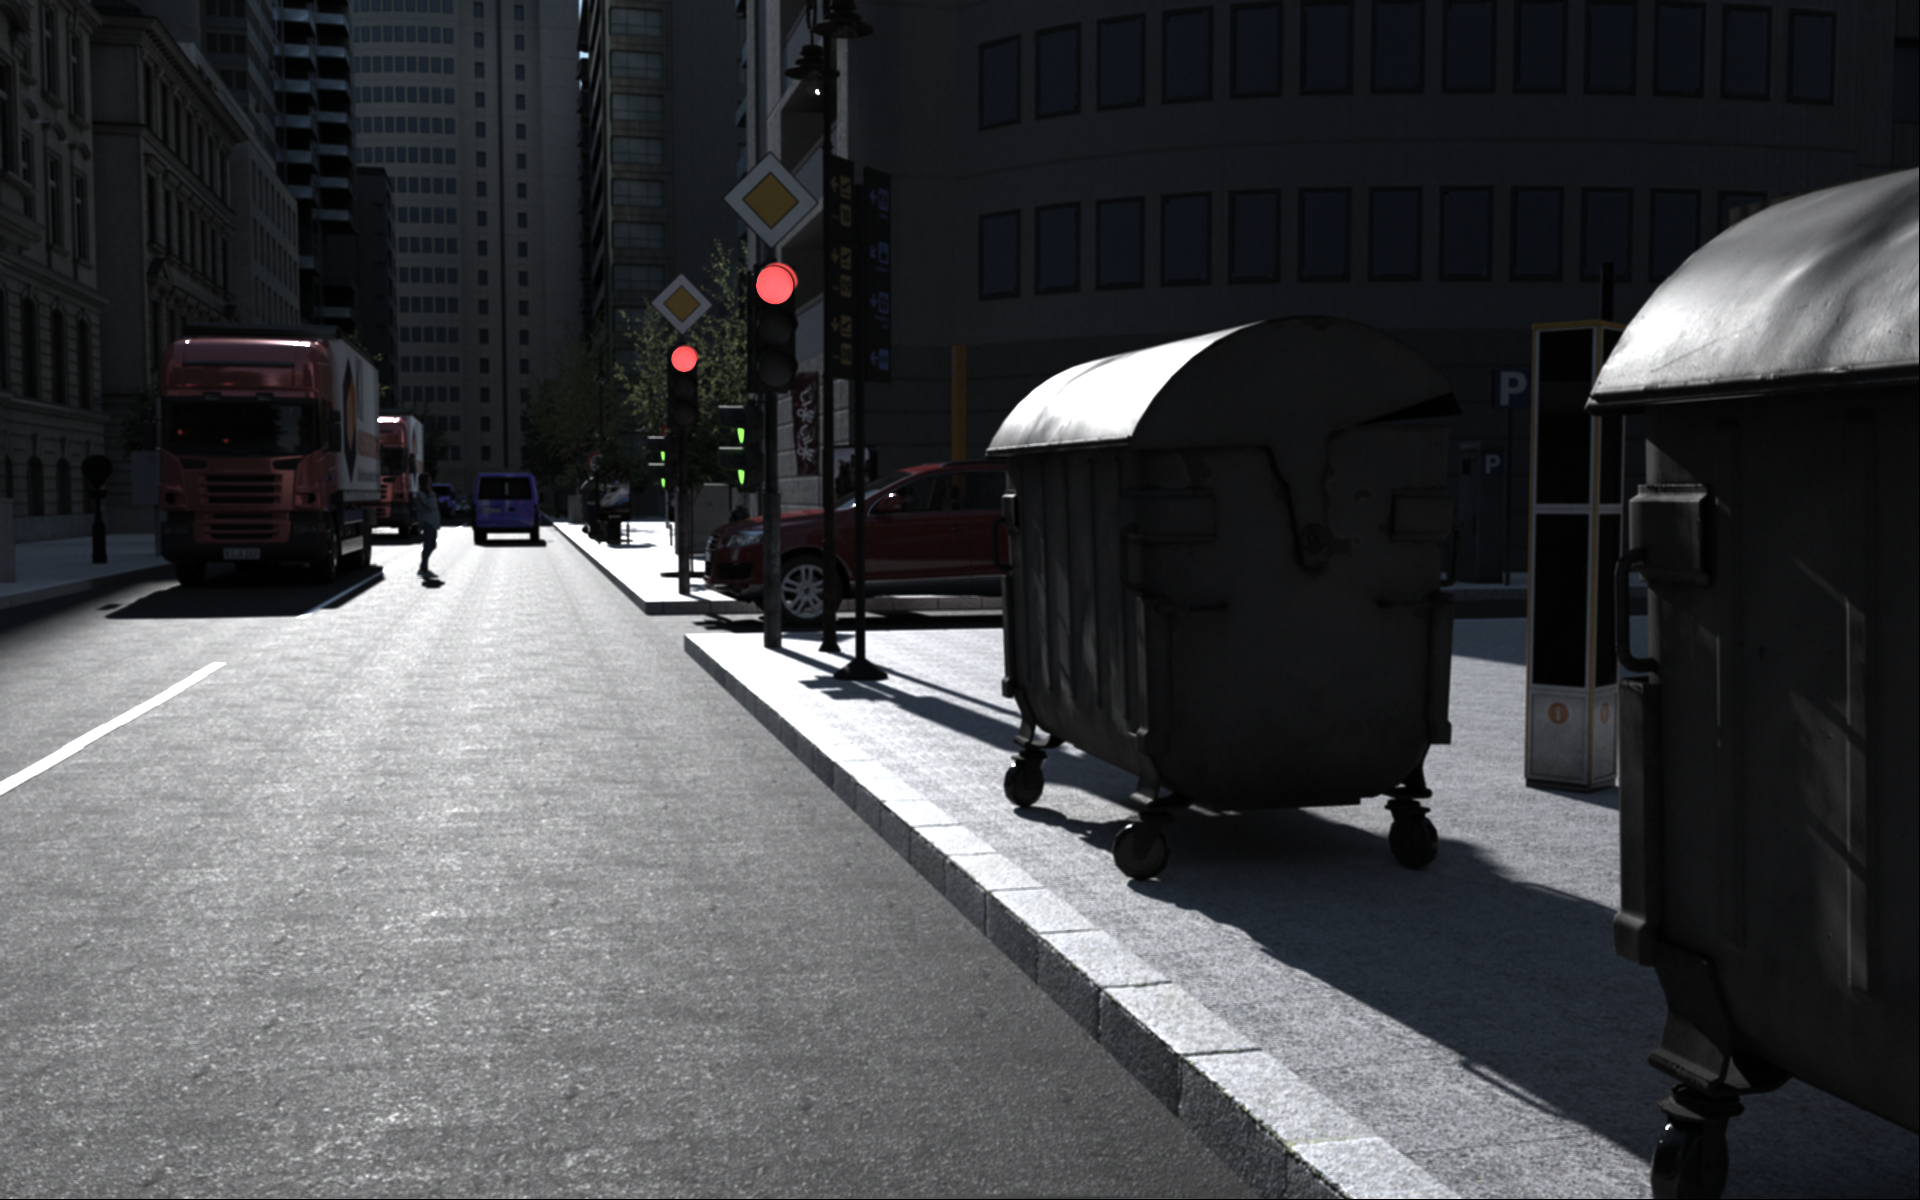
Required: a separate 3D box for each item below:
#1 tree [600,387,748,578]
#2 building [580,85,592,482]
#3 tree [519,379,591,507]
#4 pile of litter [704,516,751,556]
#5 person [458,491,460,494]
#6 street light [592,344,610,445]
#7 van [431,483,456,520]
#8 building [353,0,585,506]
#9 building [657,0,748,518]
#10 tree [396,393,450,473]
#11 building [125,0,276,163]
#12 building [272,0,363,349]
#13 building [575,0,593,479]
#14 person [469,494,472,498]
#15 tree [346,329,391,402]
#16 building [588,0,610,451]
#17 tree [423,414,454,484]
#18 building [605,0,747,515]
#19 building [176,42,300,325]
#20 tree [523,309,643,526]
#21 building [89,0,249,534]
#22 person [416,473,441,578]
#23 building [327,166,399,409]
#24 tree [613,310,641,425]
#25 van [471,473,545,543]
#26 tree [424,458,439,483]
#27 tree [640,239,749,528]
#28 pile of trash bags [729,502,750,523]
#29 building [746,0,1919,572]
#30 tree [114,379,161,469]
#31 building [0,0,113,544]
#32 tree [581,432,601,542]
[{"bbox_3d":[-4.309,-1.981,26.985,1.663,3.219,1.824,0,3,0],"label":"tree"},{"bbox_3d":[-33.772,-32.889,187.839,14.200,45.320,14.600,-1,4,-14],"label":"building"},{"bbox_3d":[-39.641,-15.438,170.540,7.486,12.596,7.792,0,3,0],"label":"tree"},{"bbox_3d":[-4.436,-1.216,33.853,1.176,0.858,1.719,0,4,8],"label":"pile of litter"},{"bbox_3d":[-43.701,-8.656,150.958,0.756,1.711,0.436,1,4,19],"label":"person"},{"bbox_3d":[-11.043,-4.927,53.337,0.468,5.910,1.993,-1,4,-14],"label":"street light"},{"bbox_3d":[-29.801,-5.759,98.550,2.240,2.365,5.245,-1,4,-14],"label":"van"},{"bbox_3d":[-55.264,-39.383,185.910,28.212,58.520,21.231,-1,4,-14],"label":"building"},{"bbox_3d":[-2.285,-47.068,82.233,22.319,86.520,31.000,-1,4,-14],"label":"building"},{"bbox_3d":[-39.925,-10.820,127.268,4.737,8.622,4.395,0,3,0],"label":"tree"},{"bbox_3d":[-53.286,-24.954,99.871,32.217,40.220,23.993,-1,4,-14],"label":"building"},{"bbox_3d":[-55.286,-49.791,126.746,22.319,86.520,31.000,-1,4,-14],"label":"building"},{"bbox_3d":[-22.671,-30.599,154.923,22.147,44.769,28.867,-1,4,-14],"label":"building"},{"bbox_3d":[-35.013,-7.117,125.002,1.348,1.807,0.705,0,4,-2],"label":"person"},{"bbox_3d":[-27.504,-7.731,76.771,4.360,8.622,3.978,0,3,0],"label":"tree"},{"bbox_3d":[-16.423,-30.961,129.917,21.300,48.544,21.600,-1,4,-14],"label":"building"},{"bbox_3d":[-48.497,-12.723,158.386,4.360,8.622,3.978,0,3,0],"label":"tree"},{"bbox_3d":[-15.709,-26.193,111.856,14.154,41.232,14.086,-1,4,-14],"label":"building"},{"bbox_3d":[-37.449,-13.845,81.115,10.420,20.320,16.860,-1,4,-14],"label":"building"},{"bbox_3d":[-14.880,-7.299,69.708,4.737,8.622,4.395,0,3,0],"label":"tree"},{"bbox_3d":[-32.749,-12.126,62.894,10.561,19.102,19.286,-1,4,-14],"label":"building"},{"bbox_3d":[-9.137,-1.278,29.662,0.793,1.790,0.793,-3,4,-36],"label":"person"},{"bbox_3d":[-57.522,-23.382,153.989,14.107,30.474,14.160,-1,4,-14],"label":"building"},{"bbox_3d":[-10.829,-6.957,64.113,4.360,8.622,3.978,0,3,0],"label":"tree"},{"bbox_3d":[-13.807,-2.963,52.826,2.240,2.365,5.245,-1,4,-13],"label":"van"},{"bbox_3d":[-42.053,-9.202,134.167,4.285,4.588,4.351,0,3,0],"label":"tree"},{"bbox_3d":[-6.028,-6.061,49.464,4.360,8.622,3.978,0,3,0],"label":"tree"},{"bbox_3d":[-7.274,-2.764,54.943,1.912,1.369,3.447,2,4,33],"label":"pile of trash bags"},{"bbox_3d":[10.464,-30.288,37.206,28.212,58.520,21.231,-1,4,-14],"label":"building"},{"bbox_3d":[-20.148,-3.748,44.997,4.285,4.588,4.351,0,3,0],"label":"tree"},{"bbox_3d":[-27.590,-13.270,36.048,14.460,24.649,34.723,-1,4,-14],"label":"building"},{"bbox_3d":[-9.397,-3.167,46.374,1.663,3.219,1.824,0,3,0],"label":"tree"}]
